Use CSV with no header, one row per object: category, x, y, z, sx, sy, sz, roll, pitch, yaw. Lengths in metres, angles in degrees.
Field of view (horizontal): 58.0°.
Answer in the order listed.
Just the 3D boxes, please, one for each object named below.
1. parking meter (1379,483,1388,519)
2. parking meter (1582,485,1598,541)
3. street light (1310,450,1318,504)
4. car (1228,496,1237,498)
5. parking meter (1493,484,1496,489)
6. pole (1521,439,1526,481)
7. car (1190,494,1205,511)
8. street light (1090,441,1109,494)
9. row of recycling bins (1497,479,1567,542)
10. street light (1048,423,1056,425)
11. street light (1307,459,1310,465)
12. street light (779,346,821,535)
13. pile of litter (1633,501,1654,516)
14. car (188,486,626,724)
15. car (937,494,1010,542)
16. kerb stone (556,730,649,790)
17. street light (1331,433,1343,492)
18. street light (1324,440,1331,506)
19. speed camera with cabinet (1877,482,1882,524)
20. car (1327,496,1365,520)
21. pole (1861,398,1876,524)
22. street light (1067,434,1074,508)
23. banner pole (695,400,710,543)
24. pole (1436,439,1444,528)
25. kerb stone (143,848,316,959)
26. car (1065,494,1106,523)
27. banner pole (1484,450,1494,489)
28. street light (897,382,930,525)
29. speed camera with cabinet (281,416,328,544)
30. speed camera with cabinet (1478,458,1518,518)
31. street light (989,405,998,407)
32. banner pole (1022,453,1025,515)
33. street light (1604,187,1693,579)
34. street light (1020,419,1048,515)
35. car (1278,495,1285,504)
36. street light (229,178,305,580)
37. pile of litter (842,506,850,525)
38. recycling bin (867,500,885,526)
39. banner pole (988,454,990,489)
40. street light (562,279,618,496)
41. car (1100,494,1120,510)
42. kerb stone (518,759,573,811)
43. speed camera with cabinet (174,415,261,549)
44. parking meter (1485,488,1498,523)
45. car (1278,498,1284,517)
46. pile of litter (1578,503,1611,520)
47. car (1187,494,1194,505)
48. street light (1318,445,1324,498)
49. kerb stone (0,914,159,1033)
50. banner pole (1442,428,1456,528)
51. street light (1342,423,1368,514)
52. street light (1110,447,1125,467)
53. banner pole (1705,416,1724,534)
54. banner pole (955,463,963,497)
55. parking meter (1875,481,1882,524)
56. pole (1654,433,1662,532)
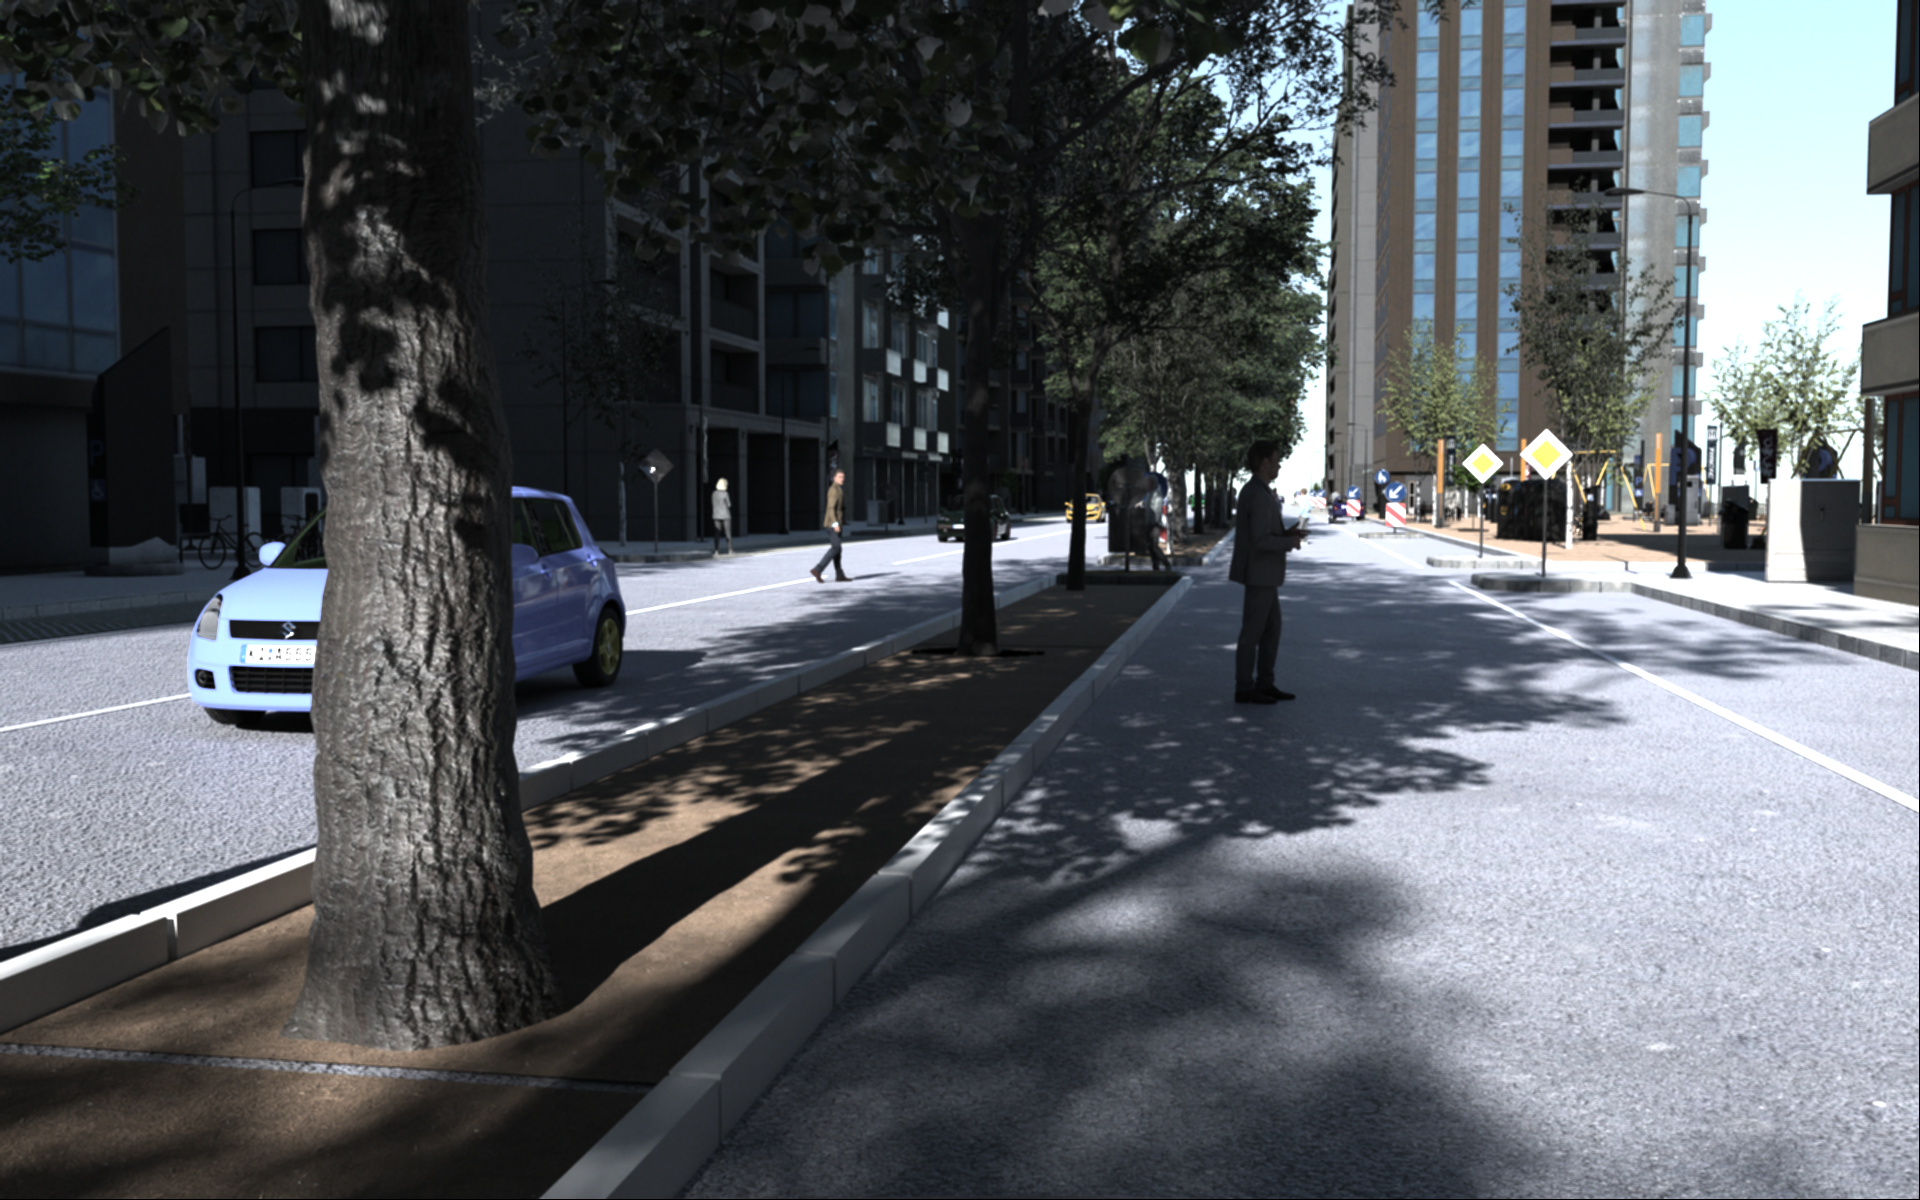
parking meter,21.643,-5.071,88.619,0.399,1.863,0.255,0,4,-3
parking meter,17.370,-2.405,47.740,0.372,1.533,0.369,0,3,0
street light,40.080,-13.476,192.866,1.470,5.913,1.316,1,4,10
car,32.433,-12.170,208.569,1.945,1.707,3.694,1,4,12
parking meter,32.361,-6.084,105.179,0.255,1.863,0.399,2,4,25
pole,20.941,-4.316,64.406,0.158,3.312,0.155,0,3,0
car,20.257,-8.312,144.703,1.959,1.807,4.718,1,4,10
street light,11.773,-10.770,148.630,1.470,5.913,1.316,1,4,10
row of recycling bins,15.988,-2.519,48.303,1.069,1.692,3.534,0,4,-3
street light,5.578,-8.623,113.528,1.470,5.913,1.316,1,4,10
street light,43.303,-14.571,210.783,1.470,5.913,1.316,1,4,10
street light,-5.063,-5.027,54.730,1.470,5.913,1.316,1,4,10
pile of litter,40.828,-5.424,102.642,1.176,0.858,1.719,-3,5,-43
car,-3.627,-0.133,11.769,1.945,1.707,3.694,1,4,9
car,0.440,-2.628,52.761,2.009,1.686,4.222,1,4,11
kerb stone,-1.833,0.821,8.823,0.120,0.150,1.000,1,4,10
street light,28.991,-9.682,130.844,1.470,5.913,1.316,1,4,10
street light,32.202,-10.752,148.333,1.470,5.913,1.316,1,4,10
speed camera with cabinet,13.217,-1.764,23.175,0.660,3.252,2.038,-1,4,-9
car,20.399,-4.823,91.431,1.945,1.354,3.894,1,4,9
pole,19.360,-2.635,36.931,0.158,3.312,0.155,0,3,0
street light,8.725,-9.722,131.503,1.470,5.913,1.316,1,4,10
banner pole,-6.827,-3.434,46.169,0.401,3.779,0.863,0,4,7
pole,17.931,-4.333,64.682,0.158,3.312,0.155,0,3,0
kerb stone,-2.366,1.004,5.798,0.120,0.150,1.000,1,4,10
car,6.309,-4.669,86.568,2.015,1.641,3.980,1,4,10
banner pole,29.879,-6.606,98.020,0.863,3.779,0.401,2,4,30
street light,-1.929,-6.089,72.091,1.470,5.913,1.316,1,4,10
speed camera with cabinet,-16.188,-2.991,43.237,0.660,3.252,2.038,0,4,7
speed camera with cabinet,29.305,-6.120,94.397,0.660,3.252,2.038,-3,5,-45
street light,1.294,-7.206,90.358,1.470,5.913,1.316,1,4,10
banner pole,3.856,-7.060,105.452,0.401,3.779,0.863,0,4,-8
street light,10.456,-3.289,26.311,1.470,5.913,1.316,1,4,10
street light,4.466,-8.252,107.463,1.470,5.913,1.316,1,4,10
car,48.384,-15.301,262.749,1.945,1.354,3.894,1,4,10
street light,-10.232,-3.251,25.687,1.470,5.913,1.316,1,4,10
pile of litter,-5.191,-3.554,72.067,1.176,0.858,1.719,-1,4,-15
recycling bin,-3.334,-3.444,68.869,0.722,1.027,0.722,0,4,-3
banner pole,1.300,-6.477,95.921,0.863,3.779,0.401,-3,4,-37
street light,-8.070,-3.979,37.596,1.470,5.913,1.316,1,4,10
car,11.989,-8.018,140.885,2.009,1.686,4.222,1,4,10
kerb stone,-2.013,0.879,7.816,0.120,0.150,1.000,1,4,10
speed camera with cabinet,-17.506,-2.831,40.618,2.038,3.252,0.660,1,4,9
parking meter,25.666,-4.624,84.021,0.372,1.533,0.369,0,3,0
car,18.282,-5.577,103.183,2.014,1.417,4.499,1,4,9
pile of litter,31.067,-4.329,84.742,1.719,0.858,1.176,0,4,5
car,31.639,-13.681,233.477,2.009,1.686,4.222,1,4,10
street light,35.209,-11.800,165.468,1.470,5.913,1.316,1,4,10
kerb stone,-2.557,1.065,4.787,0.120,0.150,1.000,1,4,10
banner pole,18.487,-4.621,65.576,0.401,3.779,0.863,-1,4,-22
street light,26.025,-8.618,113.440,1.470,5.913,1.316,1,4,10
street light,14.821,-11.836,166.055,1.470,5.913,1.316,1,4,10
banner pole,24.274,-4.017,55.702,0.863,3.779,0.401,-2,4,-25
banner pole,-0.088,-7.480,112.309,0.863,3.779,0.401,-3,5,-43
parking meter,17.785,-1.519,33.254,0.372,1.533,0.369,0,3,0
pole,23.343,-3.919,57.917,0.158,3.312,0.155,0,3,0
